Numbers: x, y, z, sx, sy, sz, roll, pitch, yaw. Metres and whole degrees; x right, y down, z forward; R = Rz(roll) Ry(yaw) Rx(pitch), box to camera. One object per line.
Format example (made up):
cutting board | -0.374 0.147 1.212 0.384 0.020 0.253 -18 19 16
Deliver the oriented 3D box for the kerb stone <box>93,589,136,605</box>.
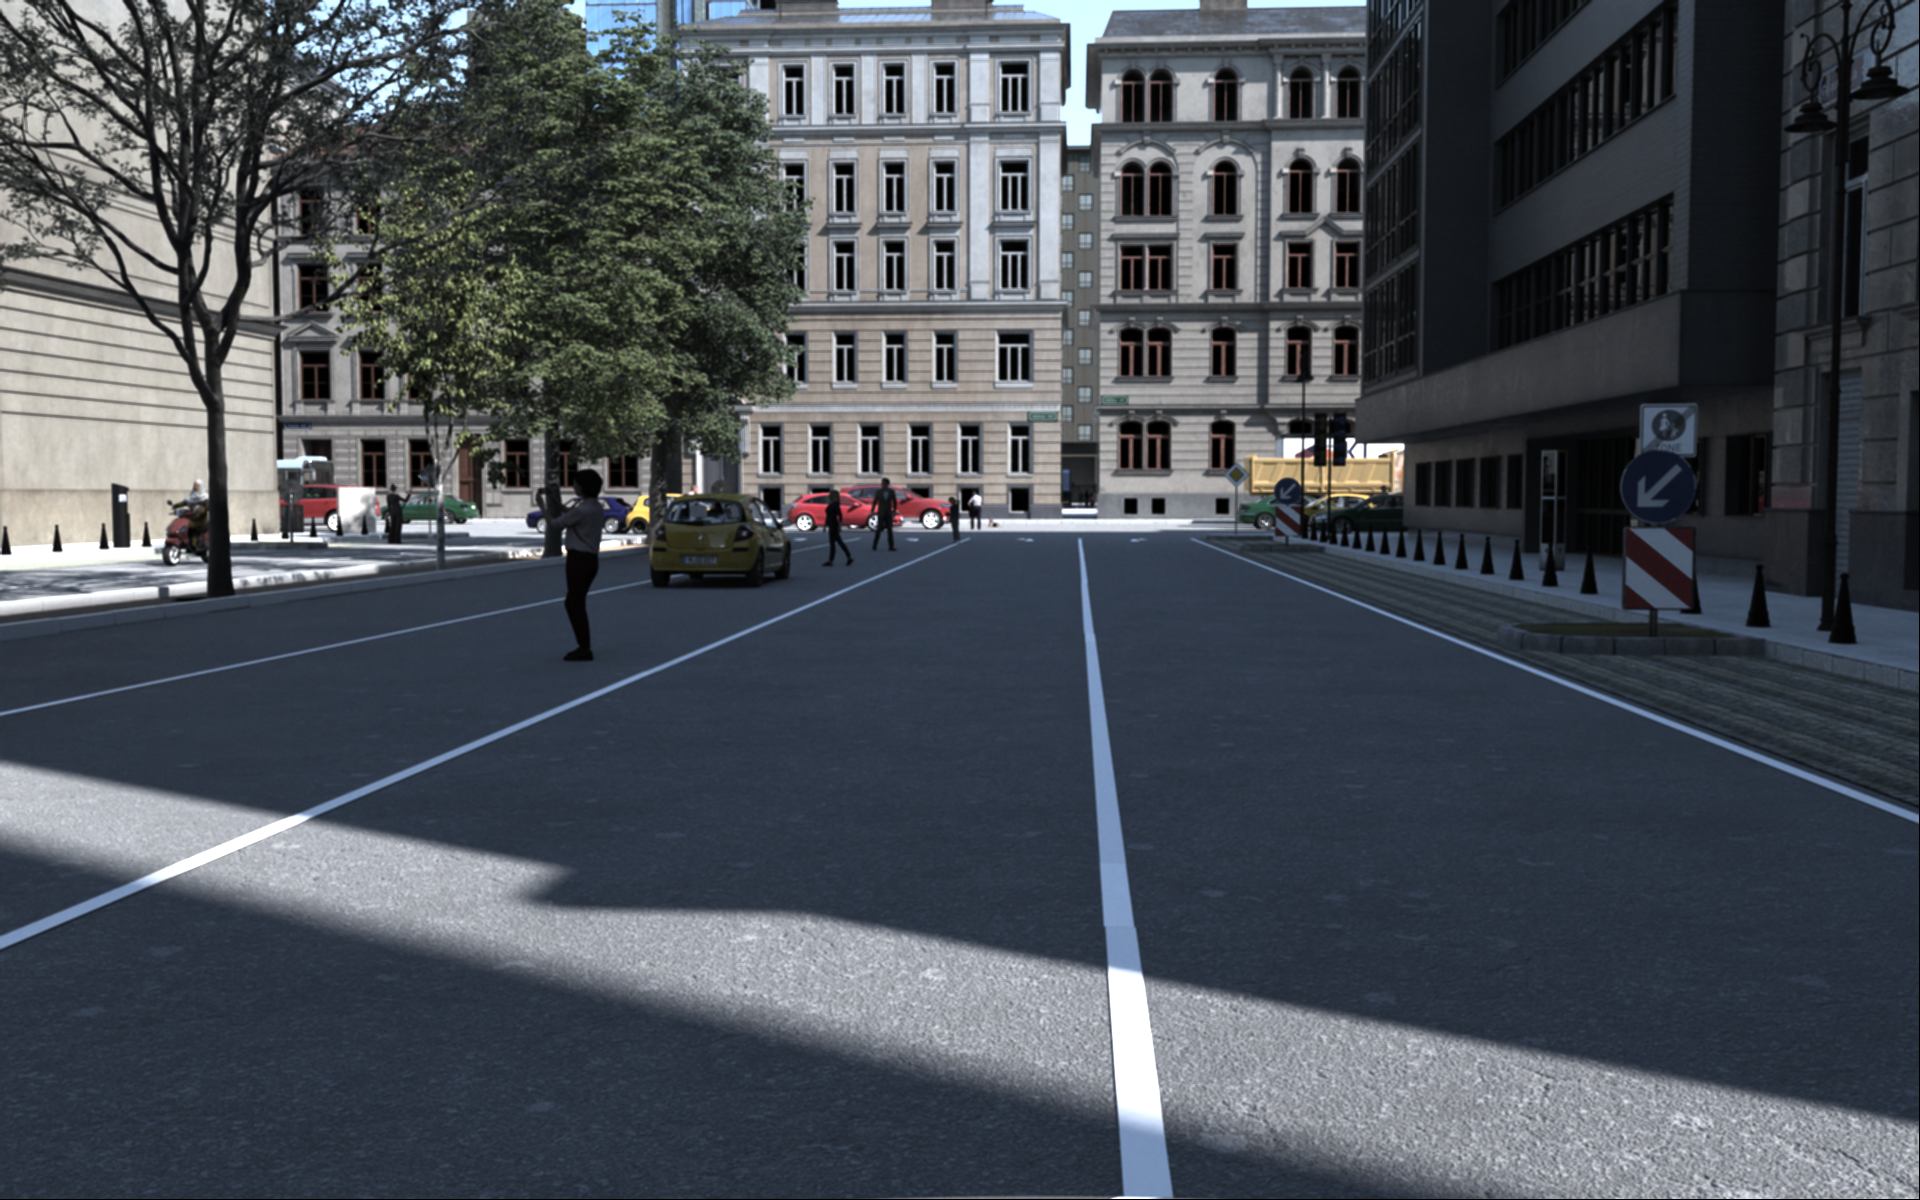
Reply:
kerb stone | -11.132 -0.027 22.633 0.120 0.150 1.000 0 4 4

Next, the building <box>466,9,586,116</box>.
building | -60.377 -50.206 259.118 20.611 71.187 20.563 0 4 4

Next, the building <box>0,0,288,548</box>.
building | -36.602 -13.184 48.850 30.059 22.955 16.112 0 4 4

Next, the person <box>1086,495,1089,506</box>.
person | 15.958 -12.742 216.786 0.705 1.831 1.348 -1 4 -17

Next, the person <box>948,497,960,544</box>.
person | -0.143 -2.315 50.261 0.435 1.345 0.340 2 4 25

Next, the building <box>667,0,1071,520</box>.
building | -4.149 -18.787 93.074 20.117 28.700 13.634 0 4 4

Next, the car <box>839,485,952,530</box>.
car | -2.724 -3.806 70.903 5.304 1.827 2.281 0 4 5

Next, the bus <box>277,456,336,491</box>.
bus | -34.628 -5.168 79.349 13.247 3.499 2.948 0 4 4

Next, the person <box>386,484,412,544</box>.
person | -16.121 -2.480 49.848 0.742 1.727 0.445 -1 4 -12

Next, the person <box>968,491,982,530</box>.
person | 0.587 -3.609 69.725 0.614 1.554 0.590 -1 4 -17

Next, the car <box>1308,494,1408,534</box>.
car | 14.256 -2.852 58.422 4.920 1.459 2.131 0 4 5

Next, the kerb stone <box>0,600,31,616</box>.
kerb stone | -11.270 0.099 20.577 0.120 0.150 1.000 0 4 4

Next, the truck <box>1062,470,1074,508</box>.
truck | 10.629 -11.941 184.992 2.967 4.110 18.799 0 4 4

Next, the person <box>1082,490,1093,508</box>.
person | 13.114 -10.428 179.010 1.348 1.822 0.705 2 4 35

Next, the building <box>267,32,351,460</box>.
building | -45.531 -18.923 95.297 20.117 28.700 13.634 0 4 4

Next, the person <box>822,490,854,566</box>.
person | -2.452 -1.442 34.620 0.613 1.512 0.480 -3 4 -36

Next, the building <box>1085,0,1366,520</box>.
building | 18.449 -18.638 92.115 23.554 28.519 14.401 0 4 4

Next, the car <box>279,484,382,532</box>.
car | -24.817 -3.508 66.027 5.304 1.827 2.281 0 4 4

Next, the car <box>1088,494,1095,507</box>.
car | 15.093 -11.015 189.127 2.155 1.783 4.494 0 4 3

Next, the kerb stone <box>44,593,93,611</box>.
kerb stone | -11.196 0.036 21.605 0.120 0.150 1.000 0 4 4

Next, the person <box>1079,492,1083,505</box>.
person | 15.353 -12.891 219.717 0.683 1.767 0.568 1 4 17

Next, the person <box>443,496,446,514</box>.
person | -21.645 -3.669 72.393 0.435 1.345 0.340 2 4 28

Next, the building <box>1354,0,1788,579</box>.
building | 18.060 -13.341 37.200 14.314 24.678 30.058 0 4 4

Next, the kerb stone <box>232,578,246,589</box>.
kerb stone | -10.934 -0.215 25.711 0.120 0.150 1.000 0 4 4

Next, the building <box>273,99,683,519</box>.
building | -24.972 -15.750 93.669 21.152 22.565 11.583 0 4 4

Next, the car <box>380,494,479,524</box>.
car | -25.776 -4.400 83.736 4.920 1.459 2.131 0 4 6

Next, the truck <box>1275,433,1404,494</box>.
truck | 20.572 -5.640 81.128 11.283 4.237 2.839 0 4 3

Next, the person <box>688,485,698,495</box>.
person | -8.104 -2.649 52.752 0.436 1.711 0.756 1 4 16

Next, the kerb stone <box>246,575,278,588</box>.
kerb stone | -10.861 -0.278 26.741 0.120 0.150 1.000 0 4 4

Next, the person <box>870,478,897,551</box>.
person | -1.947 -2.172 43.920 0.656 1.842 0.836 -3 5 -42

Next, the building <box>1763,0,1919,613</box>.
building | 15.465 -12.993 9.700 12.463 27.353 25.104 0 4 4

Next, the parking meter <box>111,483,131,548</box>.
parking meter | -20.021 -2.013 41.331 0.372 1.533 0.369 0 3 0

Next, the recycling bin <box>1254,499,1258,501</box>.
recycling bin | 14.890 -4.418 84.785 0.722 1.027 0.722 -2 4 -32

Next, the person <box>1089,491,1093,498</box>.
person | 17.361 -13.461 228.607 1.348 1.822 0.705 1 4 22

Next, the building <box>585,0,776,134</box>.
building | -23.984 -52.166 165.590 22.319 86.520 31.000 0 4 4

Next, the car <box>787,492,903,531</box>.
car | -4.470 -3.556 67.181 4.494 1.783 2.155 0 4 3

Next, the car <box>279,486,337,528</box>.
car | -26.398 -3.770 70.432 4.718 1.807 1.959 0 4 5

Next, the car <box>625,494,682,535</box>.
car | -9.882 -3.151 61.742 3.980 1.641 2.015 0 4 2

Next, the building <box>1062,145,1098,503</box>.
building | 16.009 -40.960 258.931 27.495 52.752 28.713 0 4 4

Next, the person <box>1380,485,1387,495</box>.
person | 16.102 -3.466 65.711 0.362 1.759 0.519 1 4 13

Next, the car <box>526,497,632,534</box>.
car | -13.761 -3.095 63.190 3.894 1.354 1.945 0 4 4

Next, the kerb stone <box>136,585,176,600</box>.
kerb stone | -11.067 -0.089 23.658 0.120 0.150 1.000 0 4 4

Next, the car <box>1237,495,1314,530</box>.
car | 13.752 -3.607 70.775 4.920 1.459 2.131 0 4 4

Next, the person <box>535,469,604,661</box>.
person | -3.348 -0.304 14.932 0.517 1.644 0.566 -3 4 -36

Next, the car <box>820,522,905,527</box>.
car | -4.454 -4.006 75.292 4.222 1.686 2.009 0 4 3

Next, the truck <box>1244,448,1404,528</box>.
truck | 17.355 -4.843 75.106 9.791 3.379 3.469 0 4 5

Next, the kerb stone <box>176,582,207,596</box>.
kerb stone | -11.003 -0.152 24.682 0.120 0.150 1.000 0 4 4

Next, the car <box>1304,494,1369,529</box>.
car | 14.660 -3.569 68.581 3.980 1.641 2.015 0 4 4
